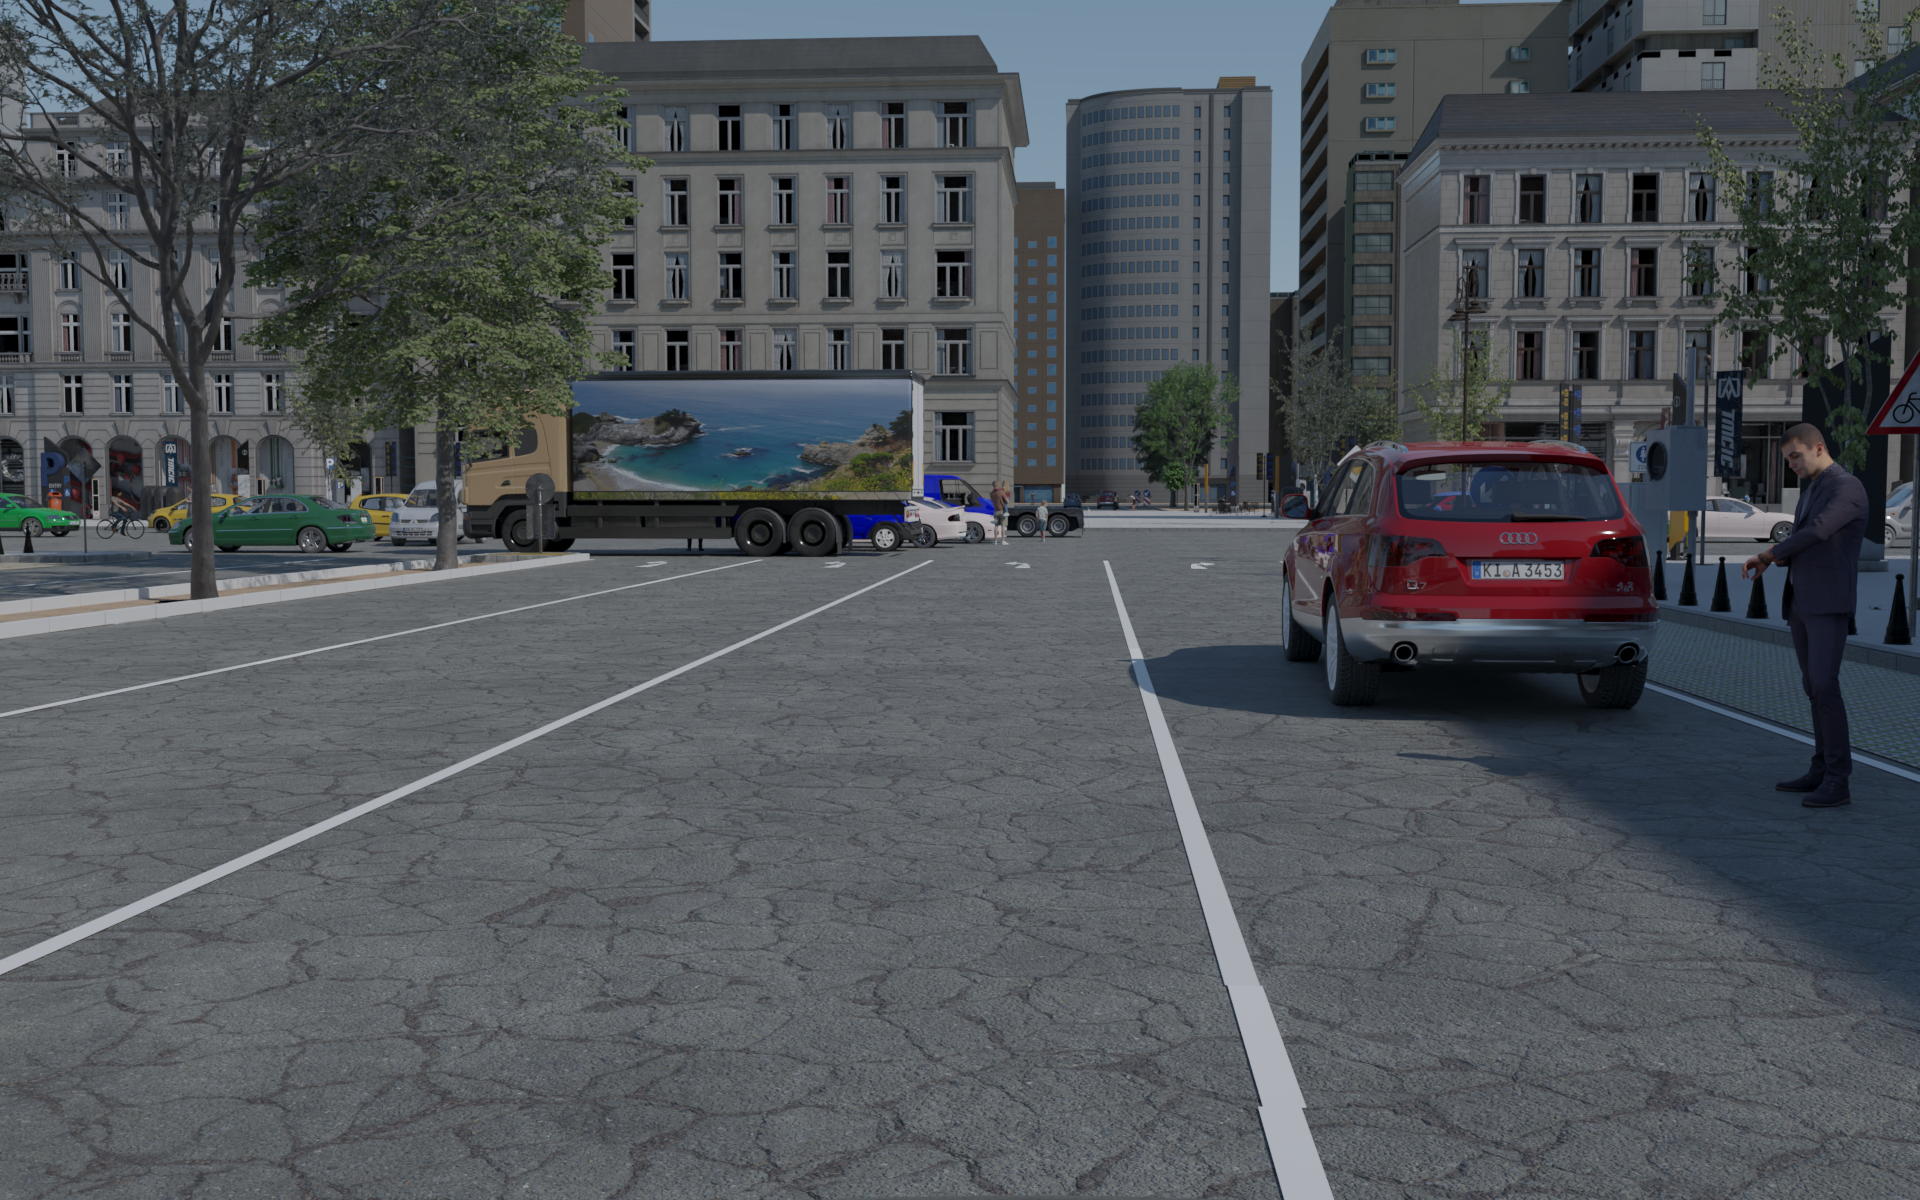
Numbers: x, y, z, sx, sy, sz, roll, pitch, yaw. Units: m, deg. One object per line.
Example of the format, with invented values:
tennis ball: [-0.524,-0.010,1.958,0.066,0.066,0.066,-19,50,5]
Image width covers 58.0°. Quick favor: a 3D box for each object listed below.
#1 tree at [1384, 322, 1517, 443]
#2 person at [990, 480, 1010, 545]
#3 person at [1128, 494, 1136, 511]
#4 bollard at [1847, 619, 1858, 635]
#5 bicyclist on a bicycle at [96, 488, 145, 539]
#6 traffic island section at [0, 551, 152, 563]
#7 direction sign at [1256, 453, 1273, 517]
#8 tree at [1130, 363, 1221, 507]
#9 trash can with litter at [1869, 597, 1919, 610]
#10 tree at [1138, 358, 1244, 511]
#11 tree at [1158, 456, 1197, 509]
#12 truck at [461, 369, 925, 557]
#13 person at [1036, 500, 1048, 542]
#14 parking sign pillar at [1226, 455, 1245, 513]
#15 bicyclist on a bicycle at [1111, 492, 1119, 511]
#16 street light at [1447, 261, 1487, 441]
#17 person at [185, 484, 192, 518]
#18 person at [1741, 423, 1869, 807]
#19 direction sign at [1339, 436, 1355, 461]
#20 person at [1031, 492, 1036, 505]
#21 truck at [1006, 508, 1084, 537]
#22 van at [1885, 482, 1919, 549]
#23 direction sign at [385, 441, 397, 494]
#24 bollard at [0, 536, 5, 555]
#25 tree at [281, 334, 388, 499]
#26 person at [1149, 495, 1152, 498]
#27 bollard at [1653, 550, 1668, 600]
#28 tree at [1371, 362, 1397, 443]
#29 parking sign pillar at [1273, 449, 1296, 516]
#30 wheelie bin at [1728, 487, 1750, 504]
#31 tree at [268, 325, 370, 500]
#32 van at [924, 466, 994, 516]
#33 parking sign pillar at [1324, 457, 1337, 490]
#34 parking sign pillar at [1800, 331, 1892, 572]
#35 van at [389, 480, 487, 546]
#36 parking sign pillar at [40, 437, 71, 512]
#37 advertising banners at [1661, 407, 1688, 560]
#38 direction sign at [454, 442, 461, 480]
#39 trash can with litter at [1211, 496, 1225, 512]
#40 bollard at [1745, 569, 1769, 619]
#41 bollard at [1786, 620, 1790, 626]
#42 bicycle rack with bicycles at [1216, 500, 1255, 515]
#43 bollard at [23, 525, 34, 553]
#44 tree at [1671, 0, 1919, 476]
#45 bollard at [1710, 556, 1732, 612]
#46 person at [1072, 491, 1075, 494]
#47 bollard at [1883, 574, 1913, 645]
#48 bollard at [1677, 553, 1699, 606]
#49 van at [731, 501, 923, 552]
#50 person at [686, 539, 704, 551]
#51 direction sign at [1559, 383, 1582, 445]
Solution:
tree: [21.496,-7.555,73.892,4.737,8.622,4.395,0,3,0]
person: [1.168,-2.478,48.989,0.580,1.828,0.573,-1,4,-20]
person: [14.530,-8.254,146.637,0.628,1.438,0.799,2,4,29]
bollard: [8.089,0.013,15.824,0.229,0.601,0.229,0,3,0]
bicyclist on a bicycle: [-26.747,-2.760,55.153,1.625,1.676,1.499,0,4,5]
traffic island section: [-18.875,-0.922,37.351,2.009,0.180,2.903,0,4,4]
direction sign: [16.764,-6.323,95.376,0.876,3.537,0.379,1,4,14]
tree: [20.715,-16.013,168.473,9.857,13.997,8.962,0,3,0]
trash can with litter: [11.197,-0.478,18.866,2.233,1.210,1.678,2,4,32]
tree: [17.276,-12.545,130.872,9.928,11.665,9.643,0,3,0]
tree: [18.639,-10.122,149.214,4.285,4.588,4.351,0,3,0]
truck: [-6.541,-3.162,40.607,11.283,4.237,2.839,0,4,5]
person: [2.470,-2.389,52.241,0.332,1.250,0.352,3,4,37]
parking sign pillar: [18.934,-8.005,119.356,1.447,3.967,1.447,1,4,17]
bicyclist on a bicycle: [12.694,-8.046,141.570,1.499,1.676,1.625,0,4,3]
street light: [10.068,-3.776,34.520,0.468,5.910,1.993,0,4,4]
person: [-27.478,-3.240,61.814,0.599,1.781,0.374,3,5,43]
person: [3.974,0.047,8.188,0.568,1.767,0.683,0,4,1]
direction sign: [15.064,-4.616,67.475,0.379,3.537,0.876,-2,4,-29]
person: [9.430,-13.028,222.310,0.742,1.727,0.445,-3,5,-41]
truck: [-5.240,-4.190,58.258,18.799,4.110,2.967,0,4,3]
van: [25.522,-2.389,46.074,4.112,2.044,2.013,0,4,2]
direction sign: [-24.574,-5.069,74.873,0.876,3.537,0.379,3,5,42]
bollard: [-20.321,-1.257,36.598,0.229,0.601,0.229,0,3,0]
tree: [-28.132,-7.773,77.443,4.737,8.622,4.395,0,3,0]
person: [23.317,-12.617,214.412,0.705,1.869,1.348,-2,4,-34]
bollard: [8.460,-0.301,20.967,0.229,0.601,0.229,0,3,0]
tree: [21.783,-8.846,94.989,4.360,8.622,3.978,0,3,0]
parking sign pillar: [19.453,-7.031,103.424,1.447,3.967,1.447,-3,4,-36]
wheelie bin: [34.025,-4.142,75.629,0.980,1.594,0.693,3,5,45]
tree: [-26.201,-7.413,71.573,4.360,8.622,3.978,0,3,0]
van: [-1.183,-3.009,53.581,5.245,2.365,2.240,0,4,3]
parking sign pillar: [27.186,-8.411,125.998,1.447,3.967,1.447,1,4,18]
parking sign pillar: [14.790,-2.478,28.984,1.447,3.967,1.447,2,4,26]
van: [-14.695,-2.565,48.950,2.013,2.044,4.112,0,4,4]
parking sign pillar: [-42.243,-5.652,80.879,1.447,3.967,1.447,1,4,15]
advertising banners: [14.187,-2.328,34.255,0.090,3.025,2.074,0,4,4]
direction sign: [-22.097,-5.128,75.844,0.876,3.537,0.379,3,5,40]
trash can with litter: [18.967,-7.083,127.192,1.055,1.170,0.624,1,4,20]
bollard: [8.236,-0.112,17.872,0.229,0.601,0.229,0,3,0]
bollard: [8.167,-0.049,16.847,0.229,0.601,0.229,0,3,0]
bicycle rack with bicycles: [17.123,-5.840,108.873,2.852,0.926,2.925,3,4,38]
bollard: [-20.247,-1.320,37.628,0.229,0.601,0.229,0,3,0]
tree: [12.793,-4.580,25.245,4.737,8.622,4.395,0,3,0]
bollard: [8.311,-0.175,18.902,0.229,0.601,0.229,0,3,0]
person: [13.259,-11.860,203.076,0.621,1.740,0.551,-2,4,-30]
bollard: [8.021,0.076,14.799,0.229,0.601,0.229,0,3,0]
bollard: [8.384,-0.238,19.926,0.229,0.601,0.229,0,3,0]
van: [-3.569,-2.411,43.802,5.245,2.365,2.240,0,4,3]
person: [-6.695,-2.125,43.775,0.617,1.759,0.750,0,4,-6]
direction sign: [12.553,-2.673,35.693,0.876,3.537,0.379,-3,5,-43]
